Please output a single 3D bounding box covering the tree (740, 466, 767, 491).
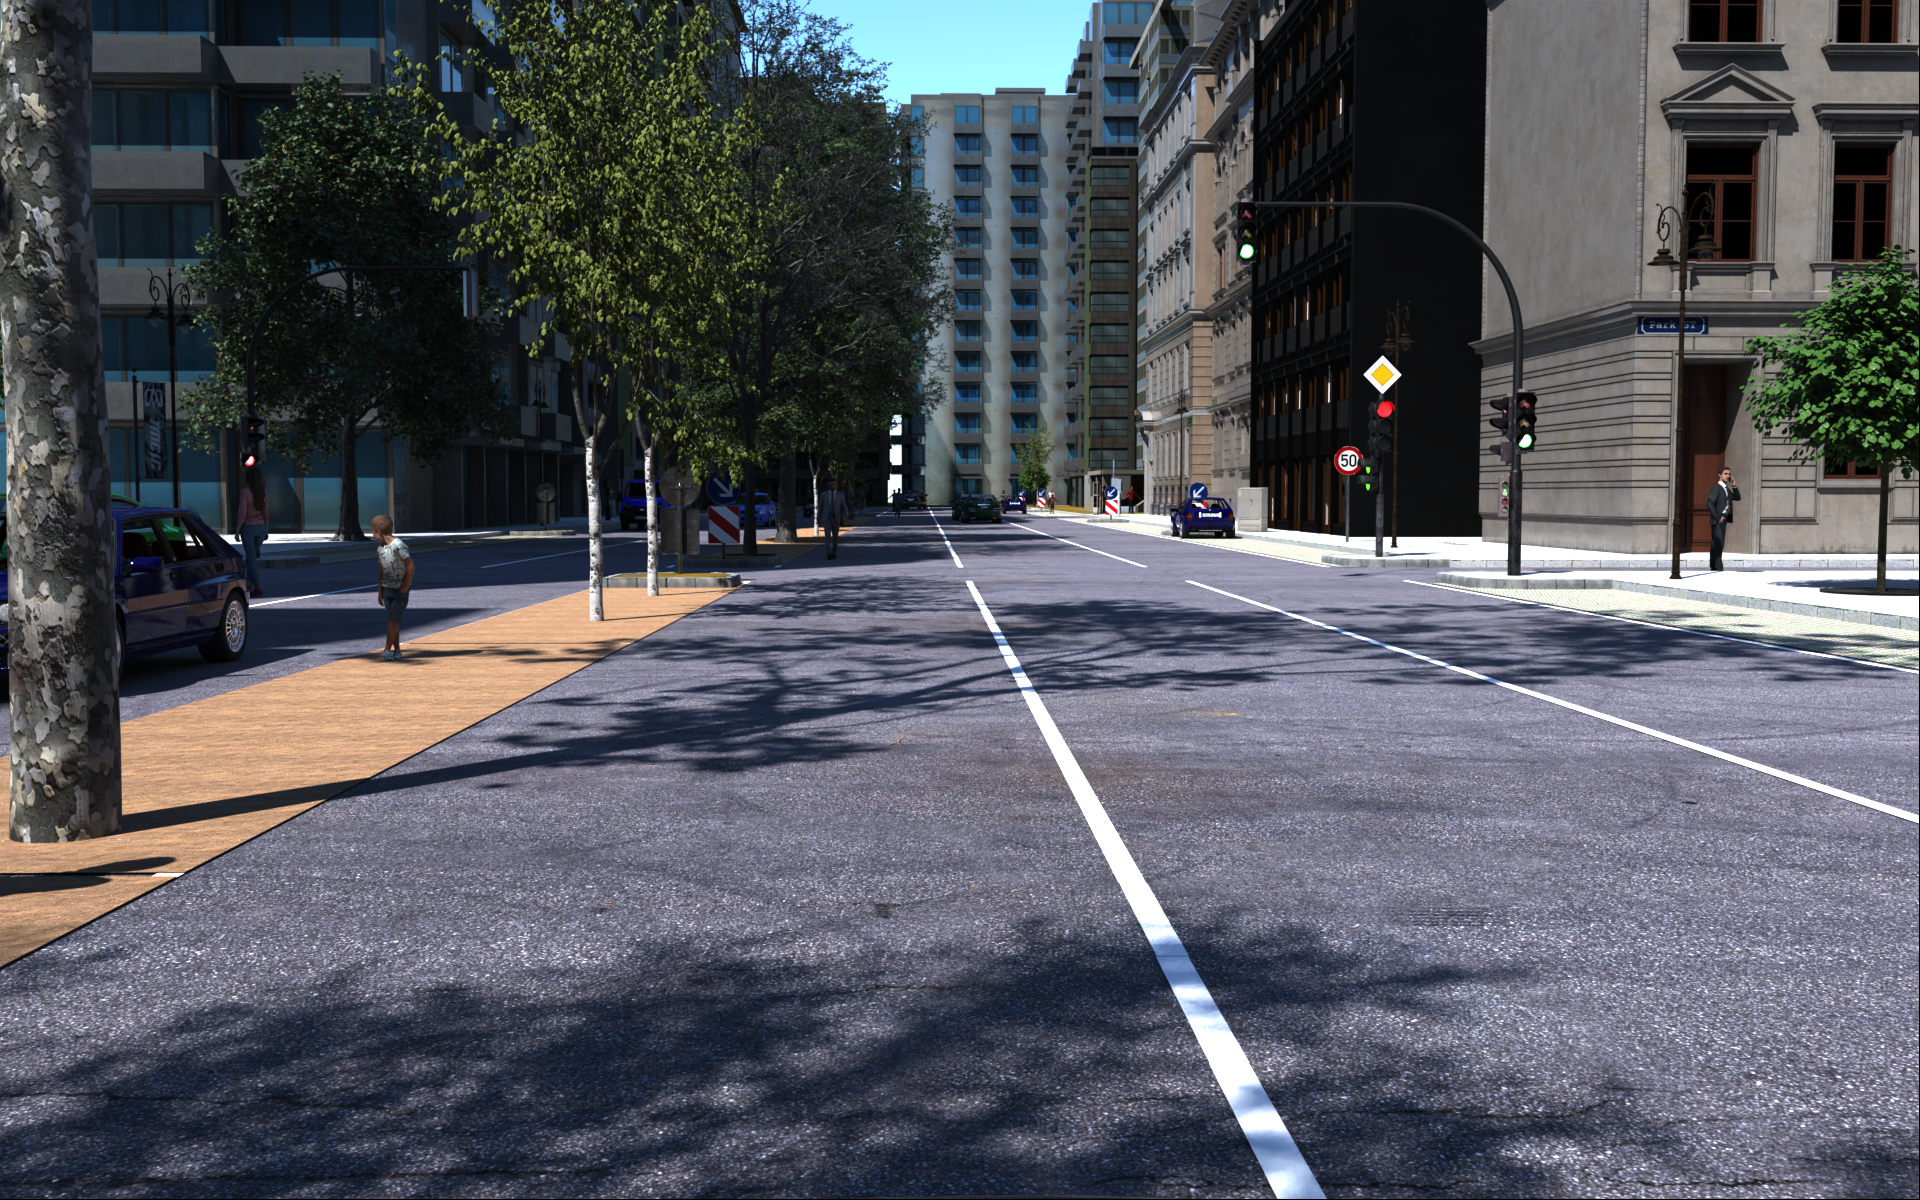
[{"bbox_3d":[-19.759,-10.929,162.401,4.285,4.588,4.351,0,3,0],"label":"tree"}]

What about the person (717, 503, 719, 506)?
[{"bbox_3d":[-20.856,-8.696,148.305,1.350,1.814,0.705,0,4,-2],"label":"person"}]

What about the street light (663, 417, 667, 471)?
[{"bbox_3d":[-17.681,-8.033,104.127,0.468,5.910,1.993,0,4,-1],"label":"street light"}]

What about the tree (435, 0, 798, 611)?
[{"bbox_3d":[-4.252,-4.339,23.759,4.737,8.622,4.395,0,3,0],"label":"tree"}]

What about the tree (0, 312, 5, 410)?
[{"bbox_3d":[-27.494,-5.988,48.273,4.737,8.622,4.395,0,3,0],"label":"tree"}]

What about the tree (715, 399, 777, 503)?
[{"bbox_3d":[-19.397,-14.255,151.189,7.486,12.596,7.792,0,3,0],"label":"tree"}]

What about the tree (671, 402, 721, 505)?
[{"bbox_3d":[-18.189,-10.389,120.230,4.360,8.622,3.978,0,3,0],"label":"tree"}]

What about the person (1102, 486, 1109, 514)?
[{"bbox_3d":[9.533,-6.591,113.766,0.705,1.831,1.348,0,4,-8],"label":"person"}]

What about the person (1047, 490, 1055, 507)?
[{"bbox_3d":[8.753,-9.764,166.623,0.756,1.711,0.436,1,4,16],"label":"person"}]

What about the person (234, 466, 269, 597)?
[{"bbox_3d":[-9.835,-0.954,24.103,0.388,1.821,0.555,1,4,16],"label":"person"}]

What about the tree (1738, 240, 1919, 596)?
[{"bbox_3d":[11.998,-2.358,22.264,4.285,4.588,4.351,0,3,0],"label":"tree"}]

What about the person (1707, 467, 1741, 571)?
[{"bbox_3d":[13.187,-1.347,29.892,0.474,1.900,0.648,2,4,35],"label":"person"}]

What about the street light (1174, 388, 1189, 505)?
[{"bbox_3d":[9.632,-6.277,75.424,0.468,5.910,1.993,0,4,-1],"label":"street light"}]

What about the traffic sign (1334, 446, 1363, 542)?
[{"bbox_3d":[10.326,-2.813,46.106,0.768,2.556,0.104,0,4,0],"label":"traffic sign"}]

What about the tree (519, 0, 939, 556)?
[{"bbox_3d":[-4.814,-7.747,39.485,12.009,13.543,11.850,0,3,0],"label":"tree"}]

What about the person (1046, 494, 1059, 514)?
[{"bbox_3d":[6.758,-7.035,126.776,1.065,1.426,0.557,-1,4,-18],"label":"person"}]

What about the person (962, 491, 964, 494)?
[{"bbox_3d":[0.248,-10.109,174.304,1.217,1.766,0.721,1,4,22],"label":"person"}]

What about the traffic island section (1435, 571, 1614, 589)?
[{"bbox_3d":[8.736,-0.306,27.289,2.009,0.180,2.903,0,4,-1],"label":"traffic island section"}]

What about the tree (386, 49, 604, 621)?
[{"bbox_3d":[-4.031,-4.044,18.935,4.737,8.622,4.395,0,3,0],"label":"tree"}]

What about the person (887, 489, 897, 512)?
[{"bbox_3d":[-5.327,-8.058,140.332,1.350,1.814,0.705,3,4,37],"label":"person"}]

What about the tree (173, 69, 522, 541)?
[{"bbox_3d":[-16.571,-7.952,47.016,9.611,12.733,9.660,0,3,0],"label":"tree"}]

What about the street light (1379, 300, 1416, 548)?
[{"bbox_3d":[10.404,-4.192,41.327,0.468,5.910,1.993,0,4,-1],"label":"street light"}]

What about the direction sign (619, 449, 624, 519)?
[{"bbox_3d":[-17.095,-5.845,87.559,0.379,3.537,0.876,-2,4,-25],"label":"direction sign"}]

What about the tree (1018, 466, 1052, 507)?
[{"bbox_3d":[7.936,-12.447,187.224,4.285,4.588,4.351,0,3,0],"label":"tree"}]

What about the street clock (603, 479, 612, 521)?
[{"bbox_3d":[-17.091,-4.859,84.017,0.358,2.002,0.471,1,4,23],"label":"street clock"}]

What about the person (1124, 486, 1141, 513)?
[{"bbox_3d":[11.354,-6.642,114.583,1.348,1.831,0.705,-2,4,-29],"label":"person"}]

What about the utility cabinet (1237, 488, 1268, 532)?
[{"bbox_3d":[9.938,-3.071,58.892,0.318,1.500,1.173,-2,4,-34],"label":"utility cabinet"}]

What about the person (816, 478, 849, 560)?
[{"bbox_3d":[-2.792,-1.780,37.871,0.678,1.792,0.850,-1,4,-9],"label":"person"}]

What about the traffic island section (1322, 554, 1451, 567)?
[{"bbox_3d":[8.558,-0.795,35.273,2.009,0.180,2.903,0,4,-1],"label":"traffic island section"}]

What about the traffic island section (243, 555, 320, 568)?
[{"bbox_3d":[-14.178,-0.764,34.772,2.009,0.180,2.903,0,4,-1],"label":"traffic island section"}]

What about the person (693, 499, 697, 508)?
[{"bbox_3d":[-18.397,-6.880,119.475,0.436,1.711,0.756,1,4,19],"label":"person"}]

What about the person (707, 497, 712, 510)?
[{"bbox_3d":[-20.198,-8.121,139.758,0.436,1.711,0.756,-1,4,-18],"label":"person"}]

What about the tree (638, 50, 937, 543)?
[{"bbox_3d":[-5.112,-8.646,50.480,9.857,13.997,8.962,0,3,0],"label":"tree"}]

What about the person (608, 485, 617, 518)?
[{"bbox_3d":[-18.604,-5.252,92.454,0.519,1.759,0.362,1,4,14],"label":"person"}]

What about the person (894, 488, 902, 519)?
[{"bbox_3d":[-3.509,-5.466,98.207,0.601,1.785,0.444,-3,4,-38],"label":"person"}]

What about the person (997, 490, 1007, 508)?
[{"bbox_3d":[3.301,-7.616,133.743,1.217,1.735,0.721,2,4,31],"label":"person"}]

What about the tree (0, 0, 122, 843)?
[{"bbox_3d":[-4.978,-9.121,7.478,12.611,20.169,13.585,0,3,0],"label":"tree"}]

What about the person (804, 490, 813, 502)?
[{"bbox_3d":[-12.018,-7.892,138.081,0.990,1.755,0.434,1,4,19],"label":"person"}]

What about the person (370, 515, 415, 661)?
[{"bbox_3d":[-4.883,-0.106,14.916,0.352,1.250,0.332,-2,4,-24],"label":"person"}]

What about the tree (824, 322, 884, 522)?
[{"bbox_3d":[-4.854,-6.475,58.681,4.737,8.622,4.395,0,3,0],"label":"tree"}]

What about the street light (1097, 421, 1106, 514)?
[{"bbox_3d":[8.947,-8.363,109.517,0.468,5.910,1.993,0,4,-1],"label":"street light"}]

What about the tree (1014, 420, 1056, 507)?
[{"bbox_3d":[7.453,-13.515,171.340,4.737,8.622,4.395,0,3,0],"label":"tree"}]

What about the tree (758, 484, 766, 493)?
[{"bbox_3d":[-20.028,-10.837,171.782,1.663,3.219,1.824,0,3,0],"label":"tree"}]

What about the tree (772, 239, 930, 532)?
[{"bbox_3d":[-4.726,-8.430,66.036,9.928,11.665,9.643,0,3,0],"label":"tree"}]
